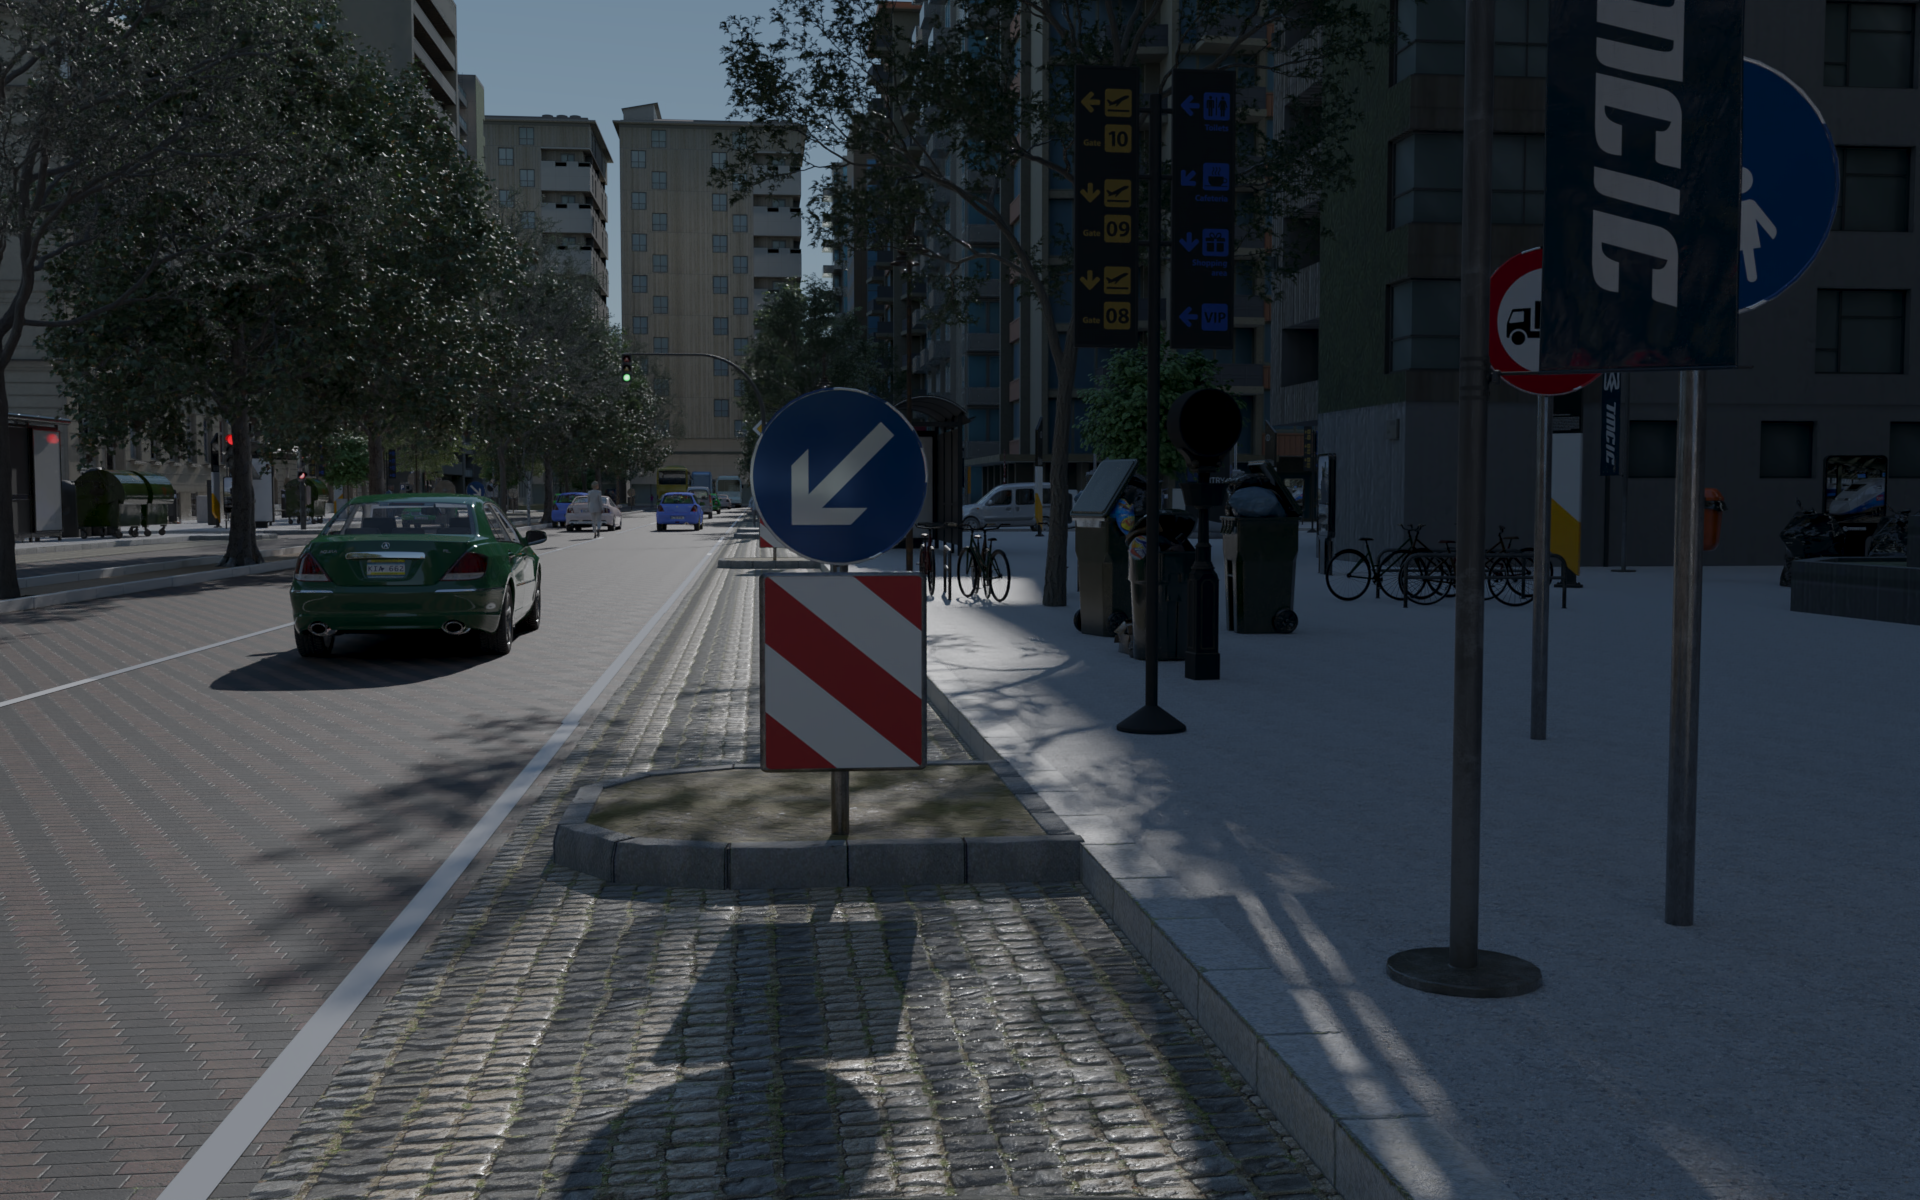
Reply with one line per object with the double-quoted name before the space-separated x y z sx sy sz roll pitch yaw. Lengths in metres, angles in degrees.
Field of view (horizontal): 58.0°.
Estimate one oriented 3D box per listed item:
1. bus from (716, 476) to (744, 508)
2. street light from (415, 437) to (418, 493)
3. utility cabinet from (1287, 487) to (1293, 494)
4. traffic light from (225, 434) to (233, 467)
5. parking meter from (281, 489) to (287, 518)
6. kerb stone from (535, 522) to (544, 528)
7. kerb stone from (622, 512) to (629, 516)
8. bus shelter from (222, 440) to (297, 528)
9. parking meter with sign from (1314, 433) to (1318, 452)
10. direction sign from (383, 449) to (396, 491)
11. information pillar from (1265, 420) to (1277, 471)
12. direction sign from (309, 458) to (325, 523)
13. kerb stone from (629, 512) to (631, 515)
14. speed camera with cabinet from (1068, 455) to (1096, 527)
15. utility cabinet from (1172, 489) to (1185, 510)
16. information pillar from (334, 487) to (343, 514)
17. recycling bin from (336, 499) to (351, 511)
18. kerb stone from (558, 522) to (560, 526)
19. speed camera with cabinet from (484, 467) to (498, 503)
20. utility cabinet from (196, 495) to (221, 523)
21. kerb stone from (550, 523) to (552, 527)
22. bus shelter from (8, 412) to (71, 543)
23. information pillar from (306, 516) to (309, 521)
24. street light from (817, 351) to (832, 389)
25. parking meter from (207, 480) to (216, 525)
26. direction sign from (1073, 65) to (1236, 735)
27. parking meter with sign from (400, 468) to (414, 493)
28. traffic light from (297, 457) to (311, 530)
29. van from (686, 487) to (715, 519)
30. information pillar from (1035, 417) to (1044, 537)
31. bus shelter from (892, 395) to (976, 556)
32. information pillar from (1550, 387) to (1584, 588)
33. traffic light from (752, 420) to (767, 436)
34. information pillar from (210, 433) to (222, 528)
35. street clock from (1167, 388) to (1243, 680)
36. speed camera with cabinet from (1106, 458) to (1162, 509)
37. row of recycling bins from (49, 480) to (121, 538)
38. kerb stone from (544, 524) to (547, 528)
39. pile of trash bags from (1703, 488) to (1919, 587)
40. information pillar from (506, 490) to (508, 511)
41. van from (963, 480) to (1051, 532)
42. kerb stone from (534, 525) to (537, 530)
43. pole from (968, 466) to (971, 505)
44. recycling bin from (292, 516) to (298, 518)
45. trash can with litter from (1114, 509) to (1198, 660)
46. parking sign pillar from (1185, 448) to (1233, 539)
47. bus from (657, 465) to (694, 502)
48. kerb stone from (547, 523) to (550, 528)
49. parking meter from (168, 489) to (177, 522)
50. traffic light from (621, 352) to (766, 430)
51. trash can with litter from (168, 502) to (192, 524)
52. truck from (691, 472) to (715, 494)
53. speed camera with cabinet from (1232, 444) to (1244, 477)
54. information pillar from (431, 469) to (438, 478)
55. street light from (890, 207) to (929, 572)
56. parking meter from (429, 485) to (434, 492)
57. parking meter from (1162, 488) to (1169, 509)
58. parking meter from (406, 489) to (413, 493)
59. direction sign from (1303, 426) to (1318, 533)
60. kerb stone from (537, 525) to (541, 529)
"bus" -24.359 -11.511 183.063 2.948 3.499 13.247 0 4 -7
"street light" -29.333 -7.379 93.435 0.468 5.910 1.993 0 4 -7
"utility cabinet" 10.145 -2.878 55.739 1.173 1.500 0.318 -2 4 -28
"traffic light" -22.754 -4.008 54.459 0.839 4.253 0.868 0 4 -7
"parking meter" -36.213 -5.167 92.890 0.372 1.533 0.369 0 3 0
"kerb stone" -17.423 -3.015 71.521 0.120 0.150 1.000 0 4 -7
"kerb stone" -22.867 -5.883 118.383 0.120 0.150 1.000 0 4 -7
"bus shelter" -26.972 -4.518 67.787 2.014 3.302 5.546 0 4 -6
"parking meter with sign" 10.834 -3.223 48.965 0.543 3.016 1.738 -2 4 -34
"direction sign" -28.950 -5.842 87.513 0.876 3.537 0.379 -1 4 -22
"information pillar" 9.791 -3.872 54.668 0.183 3.616 0.504 -2 4 -31
"direction sign" -28.317 -5.155 76.289 0.876 3.537 0.379 2 4 25
"kerb stone" -22.983 -5.945 119.409 0.120 0.150 1.000 0 4 -7
"speed camera with cabinet" 4.633 -4.507 68.030 2.038 3.252 0.660 0 4 -2
"utility cabinet" 9.336 -3.821 71.159 1.173 1.500 0.318 2 4 27
"information pillar" -33.110 -6.166 92.161 0.183 3.616 0.504 3 5 40
"recycling bin" -32.172 -4.777 90.652 0.722 1.027 0.722 0 4 -2
"kerb stone" -18.124 -3.390 77.629 0.120 0.150 1.000 0 4 -7
"speed camera with cabinet" -34.465 -8.007 125.250 2.038 3.252 0.660 1 4 12
"utility cabinet" -33.570 -4.049 77.369 1.020 1.237 0.306 1 4 11
"kerb stone" -17.769 -3.204 74.579 0.120 0.150 1.000 0 4 -7
"bus shelter" -25.068 -4.013 43.245 2.179 5.291 8.768 0 4 -6
"information pillar" -30.902 -5.509 81.420 0.183 3.616 0.504 1 4 17
"street light" -4.397 -5.100 56.174 0.468 5.910 1.993 0 4 -7
"parking meter" -30.750 -4.009 71.258 0.255 1.863 0.399 1 4 15
"direction sign" 1.040 -1.059 9.305 0.876 3.537 0.379 -1 4 -9
"parking meter with sign" -34.850 -6.887 108.868 0.543 3.016 1.738 1 4 22
"traffic light" -21.607 -5.382 62.666 4.771 5.953 1.251 0 4 -7
"van" -15.346 -5.779 101.499 2.013 2.044 4.112 -1 4 -9
"information pillar" 2.380 -3.720 52.177 0.183 3.616 0.504 1 4 21
"bus shelter" -0.982 -2.703 38.114 2.014 3.302 5.546 0 4 -6
"information pillar" 8.283 -1.978 23.702 0.504 3.616 0.183 3 4 37
"traffic light" -7.325 -4.610 64.299 0.839 4.253 0.868 0 4 -7
"information pillar" -28.284 -4.553 65.804 0.183 3.616 0.504 0 4 4
"street clock" 1.683 -0.453 11.971 0.471 2.002 0.358 -1 4 -16
"speed camera with cabinet" 4.153 -2.884 41.482 0.660 3.252 2.038 2 4 32
"row of recycling bins" -26.561 -2.775 52.482 1.069 1.692 3.534 0 4 -2
"kerb stone" -17.532 -3.079 72.542 0.120 0.150 1.000 0 4 -7
"pile of trash bags" 11.924 -0.900 24.465 3.447 1.369 1.912 3 5 42
"information pillar" -34.741 -7.819 132.336 0.304 2.012 0.304 -1 4 -19
"van" 1.591 -3.370 62.108 4.112 2.044 2.013 0 4 -6
"kerb stone" -17.188 -2.892 69.483 0.120 0.150 1.000 0 4 -7
"pole" 0.577 -7.017 108.567 0.158 3.312 0.155 0 3 0
"recycling bin" -36.173 -4.990 94.147 0.722 1.027 0.722 3 4 36
"trash can with litter" 1.465 -0.138 13.648 0.624 1.170 1.055 -1 4 -14
"parking sign pillar" 7.199 -3.767 50.070 1.447 3.967 1.447 1 4 21
"bus" -24.298 -9.541 147.548 2.896 3.916 12.252 0 4 -7
"kerb stone" -17.663 -3.142 73.562 0.120 0.150 1.000 0 4 -7
"parking meter" -35.214 -4.221 77.431 0.372 1.533 0.369 0 3 0
"traffic light" -8.472 -4.974 55.986 4.771 5.953 1.251 0 4 -7
"trash can with litter" -34.295 -3.863 74.219 2.233 1.210 1.678 0 4 -2
"truck" -30.493 -12.976 201.911 2.967 4.110 18.799 0 4 -5
"speed camera with cabinet" 11.131 -4.378 65.919 2.038 3.252 0.660 0 4 -1
"information pillar" -39.557 -8.511 130.503 0.504 3.616 0.183 -1 4 -21
"street light" -0.763 -3.257 26.037 0.468 5.910 1.993 0 4 -7
"parking meter" -33.966 -6.461 111.347 0.255 1.863 0.399 -2 4 -35
"parking meter" 8.663 -3.973 73.370 0.372 1.533 0.369 0 3 0
"parking meter" -30.432 -5.340 95.713 0.372 1.533 0.369 0 3 0
"direction sign" 11.716 -4.005 57.473 0.379 3.537 0.876 -2 4 -33
"kerb stone" -17.296 -2.950 70.500 0.120 0.150 1.000 0 4 -7
